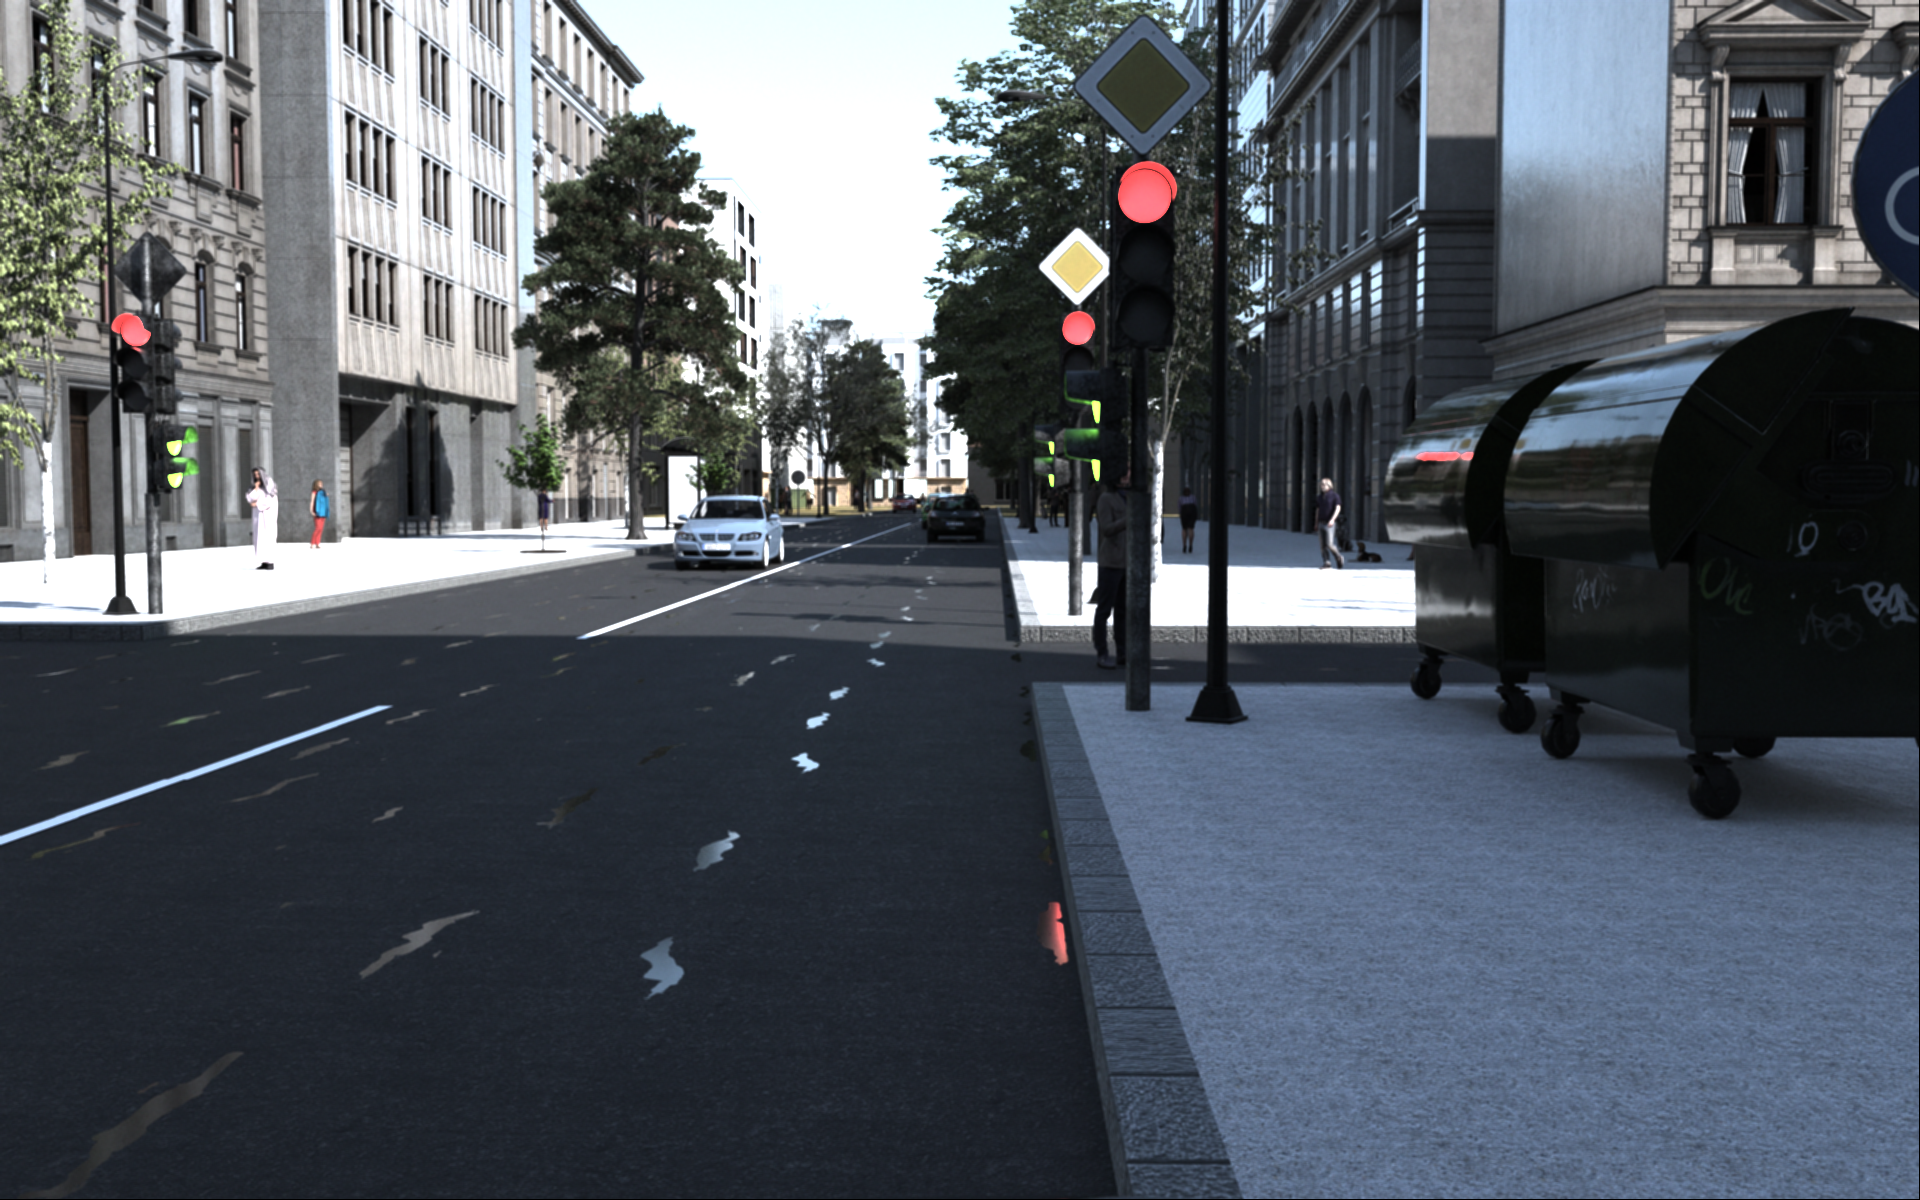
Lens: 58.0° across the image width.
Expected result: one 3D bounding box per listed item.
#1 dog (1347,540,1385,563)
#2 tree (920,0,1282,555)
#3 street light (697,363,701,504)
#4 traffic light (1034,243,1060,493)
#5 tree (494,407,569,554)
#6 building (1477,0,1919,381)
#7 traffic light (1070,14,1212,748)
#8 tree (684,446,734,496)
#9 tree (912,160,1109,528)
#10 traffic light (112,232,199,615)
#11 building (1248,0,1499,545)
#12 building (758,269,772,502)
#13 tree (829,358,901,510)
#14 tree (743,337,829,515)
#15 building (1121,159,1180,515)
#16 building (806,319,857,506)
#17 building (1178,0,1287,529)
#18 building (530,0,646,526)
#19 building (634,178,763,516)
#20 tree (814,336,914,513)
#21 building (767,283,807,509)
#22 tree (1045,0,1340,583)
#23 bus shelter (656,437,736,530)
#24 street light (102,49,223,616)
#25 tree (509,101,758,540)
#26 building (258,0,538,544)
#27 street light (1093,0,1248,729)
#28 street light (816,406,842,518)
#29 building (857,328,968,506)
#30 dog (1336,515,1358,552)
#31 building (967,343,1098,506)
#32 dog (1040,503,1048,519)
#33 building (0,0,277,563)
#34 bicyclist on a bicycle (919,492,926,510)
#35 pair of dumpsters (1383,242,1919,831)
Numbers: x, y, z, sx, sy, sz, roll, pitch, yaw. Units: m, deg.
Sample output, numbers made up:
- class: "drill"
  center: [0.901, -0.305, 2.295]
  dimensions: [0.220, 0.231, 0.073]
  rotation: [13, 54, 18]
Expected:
- class: "dog"
  center: [7.644, -0.907, 32.561]
  dimensions: [0.550, 0.427, 0.748]
  rotation: [0, 4, -6]
- class: "tree"
  center: [2.975, -7.223, 36.222]
  dimensions: [7.486, 12.596, 7.792]
  rotation: [0, 3, 0]
- class: "street light"
  center: [-7.757, -5.041, 54.954]
  dimensions: [1.470, 5.913, 1.316]
  rotation: [0, 4, 1]
- class: "traffic light"
  center: [1.200, -1.769, 18.173]
  dimensions: [0.839, 4.213, 0.868]
  rotation: [0, 4, 1]
- class: "tree"
  center: [-9.063, -2.647, 37.875]
  dimensions: [1.663, 3.219, 1.824]
  rotation: [0, 3, 0]
- class: "building"
  center: [19.849, -10.154, 30.654]
  dimensions: [19.286, 19.102, 10.561]
  rotation: [0, 4, 1]
- class: "traffic light"
  center: [1.040, -1.281, 10.189]
  dimensions: [0.839, 4.213, 0.868]
  rotation: [0, 4, 1]
- class: "tree"
  center: [-8.457, -3.966, 59.447]
  dimensions: [1.663, 3.219, 1.824]
  rotation: [0, 3, 0]
- class: "tree"
  center: [2.311, -9.617, 64.666]
  dimensions: [7.806, 13.903, 7.818]
  rotation: [0, 3, 0]
- class: "traffic light"
  center: [-8.560, -1.780, 18.352]
  dimensions: [0.839, 4.213, 0.868]
  rotation: [0, 4, 1]
- class: "building"
  center: [16.894, -12.820, 51.413]
  dimensions: [13.314, 21.916, 24.055]
  rotation: [0, 4, 1]
- class: "building"
  center: [-22.668, -16.873, 132.292]
  dimensions: [16.016, 20.091, 11.380]
  rotation: [0, 4, 1]
- class: "tree"
  center: [-7.130, -13.649, 141.284]
  dimensions: [7.486, 12.596, 7.792]
  rotation: [0, 3, 0]
- class: "tree"
  center: [-8.480, -8.056, 82.071]
  dimensions: [4.360, 8.622, 3.978]
  rotation: [0, 3, 0]
- class: "building"
  center: [25.021, -17.005, 122.013]
  dimensions: [27.936, 21.610, 32.646]
  rotation: [0, 4, 1]
- class: "building"
  center: [-17.205, -20.638, 193.850]
  dimensions: [11.380, 20.091, 16.016]
  rotation: [0, 4, 1]
- class: "building"
  center: [16.914, -18.383, 78.058]
  dimensions: [11.434, 29.767, 29.804]
  rotation: [0, 4, 1]
- class: "building"
  center: [-22.458, -17.087, 76.629]
  dimensions: [12.463, 27.353, 25.104]
  rotation: [0, 4, 1]
- class: "building"
  center: [-28.685, -16.294, 110.389]
  dimensions: [27.936, 21.610, 32.646]
  rotation: [0, 4, 1]
- class: "tree"
  center: [-6.731, -12.087, 119.673]
  dimensions: [6.751, 12.117, 7.091]
  rotation: [0, 3, 0]
- class: "building"
  center: [-30.281, -17.593, 154.108]
  dimensions: [31.486, 18.905, 16.747]
  rotation: [0, 4, 1]
- class: "tree"
  center: [3.014, -4.553, 24.805]
  dimensions: [4.360, 8.622, 3.978]
  rotation: [0, 3, 0]
- class: "bus shelter"
  center: [-9.650, -4.280, 63.903]
  dimensions: [2.014, 3.302, 5.546]
  rotation: [0, 4, 1]
- class: "street light"
  center: [-8.386, -2.795, 18.238]
  dimensions: [1.470, 5.913, 1.316]
  rotation: [0, 4, 1]
- class: "tree"
  center: [-9.049, -7.710, 48.113]
  dimensions: [6.751, 12.117, 7.091]
  rotation: [0, 3, 0]
- class: "building"
  center: [-21.974, -14.446, 54.209]
  dimensions: [12.078, 24.808, 19.932]
  rotation: [0, 4, 1]
- class: "street light"
  center: [0.917, -2.271, 9.670]
  dimensions: [1.470, 5.913, 1.316]
  rotation: [0, 4, 1]
- class: "street light"
  center: [-6.950, -7.296, 91.832]
  dimensions: [1.470, 5.913, 1.316]
  rotation: [0, 4, 1]
- class: "building"
  center: [-4.828, -20.546, 192.354]
  dimensions: [11.380, 20.091, 16.016]
  rotation: [0, 4, 1]
- class: "dog"
  center: [8.635, -1.472, 38.440]
  dimensions: [0.800, 0.831, 0.513]
  rotation: [-1, 4, -15]
- class: "building"
  center: [17.315, -21.687, 198.550]
  dimensions: [32.646, 21.610, 27.936]
  rotation: [0, 4, 1]
- class: "dog"
  center: [4.276, -4.563, 88.977]
  dimensions: [0.513, 0.831, 0.800]
  rotation: [1, 4, 13]
- class: "building"
  center: [-22.359, -11.362, 34.918]
  dimensions: [9.793, 20.994, 18.267]
  rotation: [0, 4, 1]
- class: "bicyclist on a bicycle"
  center: [-3.330, -8.893, 155.420]
  dimensions: [1.499, 1.676, 1.625]
  rotation: [0, 4, 2]
- class: "pair of dumpsters"
  center: [3.424, -0.384, 8.775]
  dimensions: [1.574, 2.255, 4.436]
  rotation: [0, 4, 1]
